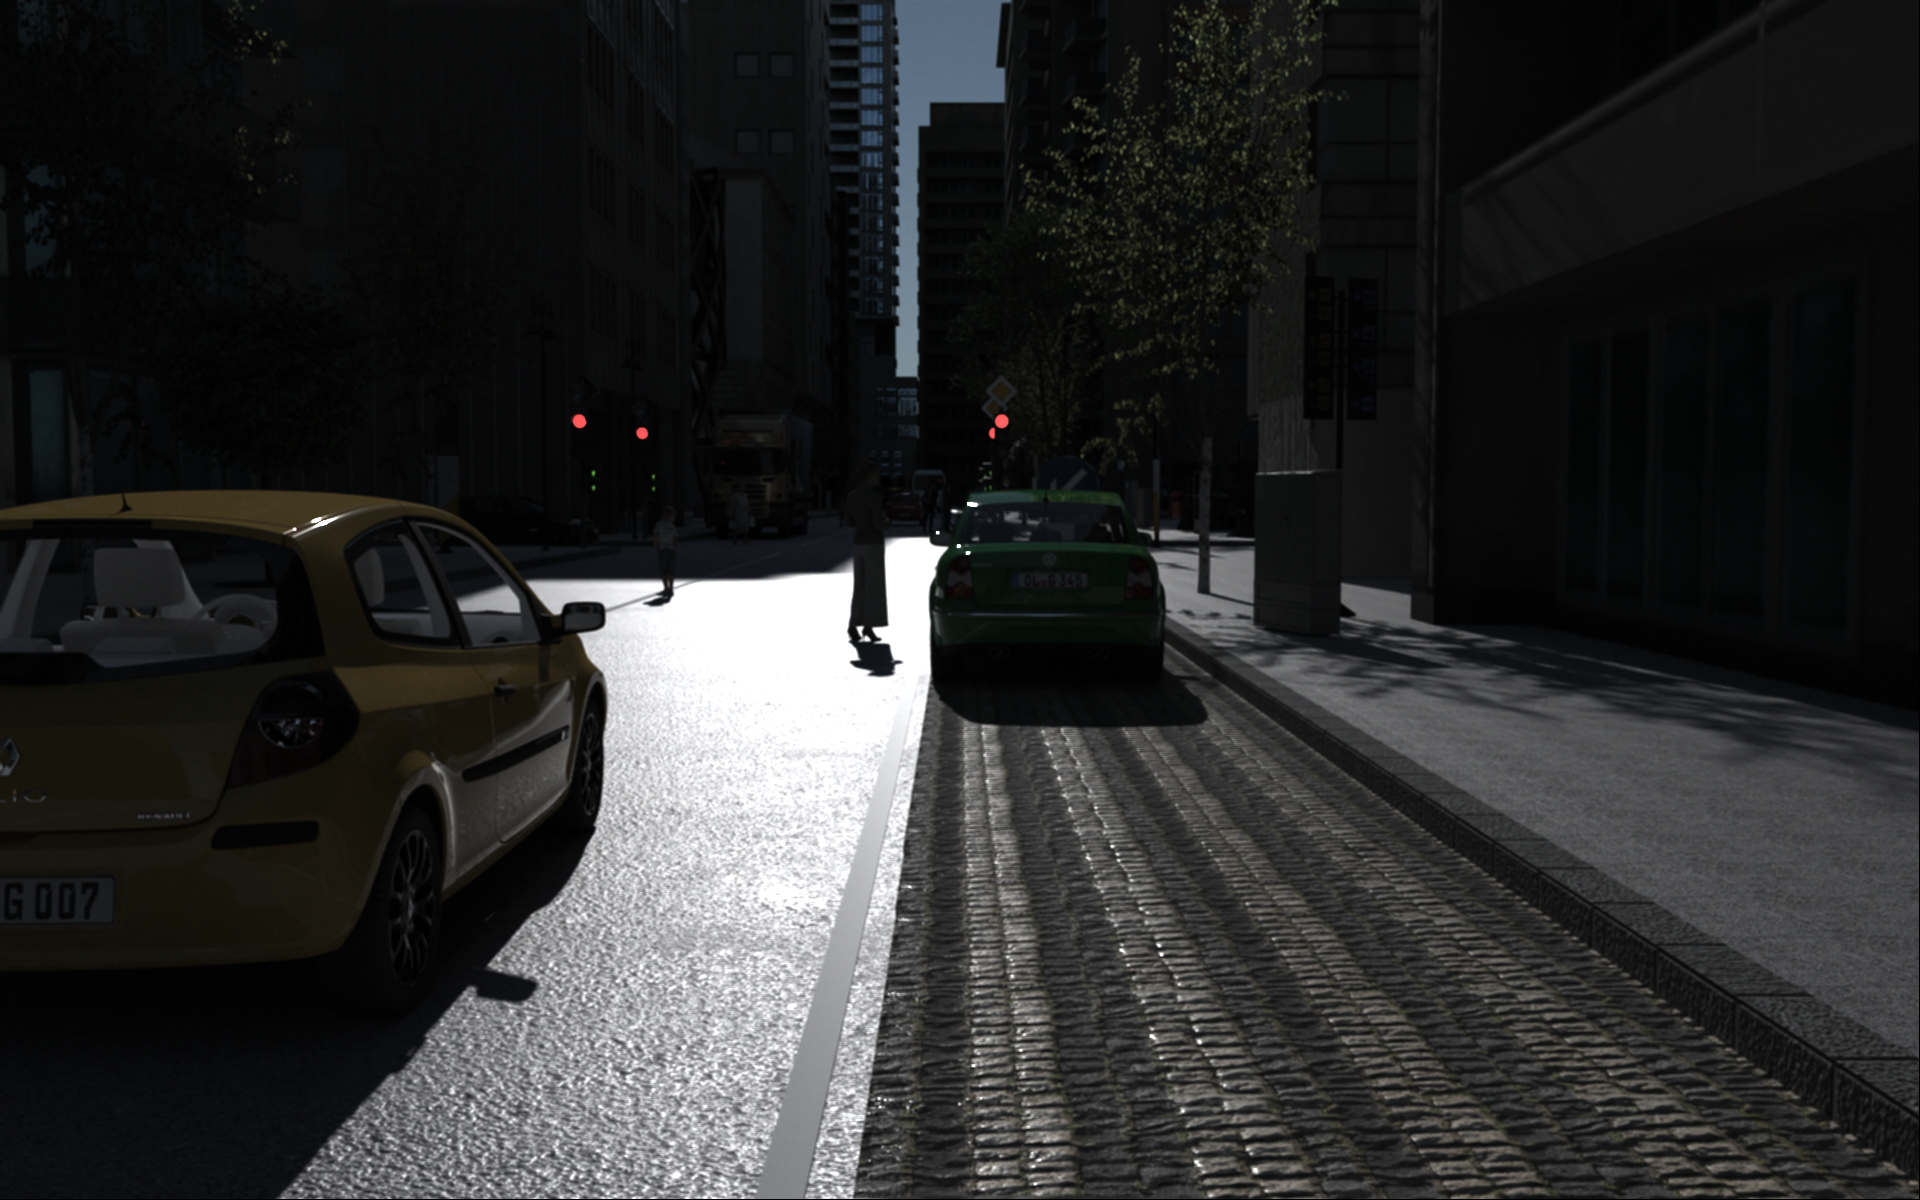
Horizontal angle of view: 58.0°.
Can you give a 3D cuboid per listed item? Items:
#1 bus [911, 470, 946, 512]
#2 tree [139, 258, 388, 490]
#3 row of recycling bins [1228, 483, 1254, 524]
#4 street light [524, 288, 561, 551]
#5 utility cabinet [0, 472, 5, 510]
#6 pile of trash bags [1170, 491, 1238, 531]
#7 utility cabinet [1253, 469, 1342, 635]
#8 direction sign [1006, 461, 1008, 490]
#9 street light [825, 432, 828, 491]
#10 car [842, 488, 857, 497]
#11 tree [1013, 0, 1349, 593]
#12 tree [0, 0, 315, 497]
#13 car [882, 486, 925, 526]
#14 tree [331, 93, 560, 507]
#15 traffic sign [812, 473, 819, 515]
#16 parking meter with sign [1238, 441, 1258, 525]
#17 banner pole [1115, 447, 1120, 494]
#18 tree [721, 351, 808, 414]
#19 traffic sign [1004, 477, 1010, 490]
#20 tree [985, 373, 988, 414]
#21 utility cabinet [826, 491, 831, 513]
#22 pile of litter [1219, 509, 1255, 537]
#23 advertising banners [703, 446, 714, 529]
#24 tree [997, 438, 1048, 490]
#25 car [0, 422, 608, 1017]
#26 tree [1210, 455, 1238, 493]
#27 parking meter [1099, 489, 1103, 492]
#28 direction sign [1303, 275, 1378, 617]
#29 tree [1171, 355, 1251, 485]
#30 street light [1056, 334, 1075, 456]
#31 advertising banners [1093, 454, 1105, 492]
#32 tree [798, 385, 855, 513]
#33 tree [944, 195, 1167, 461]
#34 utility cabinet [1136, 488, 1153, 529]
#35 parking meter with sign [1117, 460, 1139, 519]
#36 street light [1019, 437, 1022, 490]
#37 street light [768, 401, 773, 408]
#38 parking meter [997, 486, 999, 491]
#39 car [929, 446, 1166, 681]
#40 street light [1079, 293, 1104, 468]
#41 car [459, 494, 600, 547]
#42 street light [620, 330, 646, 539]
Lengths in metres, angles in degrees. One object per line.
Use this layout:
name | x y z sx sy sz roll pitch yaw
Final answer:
bus | -2.512 -8.841 139.411 2.948 3.499 13.247 0 4 -1
tree | -9.705 -2.487 24.369 4.285 4.588 4.351 0 3 0
row of recycling bins | 11.225 -3.619 66.282 1.069 1.692 3.534 2 4 29
street light | -9.371 -4.051 39.016 0.468 5.910 1.993 0 3 0
utility cabinet | -9.634 -0.496 16.794 0.318 1.500 1.173 -1 4 -10
pile of trash bags | 8.477 -3.143 61.147 1.912 1.369 3.447 3 5 39
utility cabinet | 3.106 -0.451 16.049 0.318 1.500 1.173 -1 4 -16
direction sign | 3.030 -7.246 110.463 0.379 3.537 0.876 1 4 16
street light | -9.380 -9.155 122.474 0.468 5.910 1.993 0 3 0
car | -6.298 -6.145 109.137 2.281 1.827 5.304 0 4 -2
tree | 3.068 -4.410 22.468 4.360 8.622 3.978 0 3 0
tree | -9.539 -4.214 19.263 4.360 8.622 3.978 0 3 0
car | -2.494 -4.278 78.982 2.155 1.783 4.494 0 4 -1
tree | -9.968 -5.047 32.875 4.737 8.622 4.395 0 3 0
traffic sign | -8.988 -6.446 105.504 0.768 2.556 0.104 0 4 1
parking meter with sign | 10.073 -3.726 57.175 1.738 3.016 0.543 1 4 18
banner pole | 8.403 -6.265 92.448 0.401 3.779 0.863 -1 4 -10
tree | -10.339 -8.531 89.836 4.737 8.622 4.395 0 3 0
traffic sign | 2.668 -5.969 98.780 0.795 2.450 0.064 0 4 7
tree | 3.114 -7.128 66.911 4.360 8.622 3.978 0 3 0
utility cabinet | -8.779 -6.542 115.641 0.318 1.500 1.173 0 4 -3
pile of litter | 8.540 -2.306 51.674 1.176 0.858 1.719 -2 4 -30
advertising banners | -9.380 -4.173 64.413 0.090 3.025 2.074 0 4 1
tree | 3.683 -6.605 91.713 4.285 4.588 4.351 0 3 0
car | -2.373 0.249 6.156 2.015 1.641 3.980 0 4 -1
tree | 12.528 -5.501 84.538 1.663 3.219 1.824 0 3 0
parking meter | 6.798 -4.675 84.852 0.372 1.533 0.369 0 3 0
direction sign | 3.986 -1.602 18.189 0.876 3.537 0.379 -1 4 -21
tree | 13.121 -8.567 90.434 4.737 8.622 4.395 0 3 0
street light | 3.057 -4.744 50.357 0.468 5.910 1.993 0 3 0
advertising banners | 5.948 -4.805 74.745 0.090 3.025 2.074 -1 4 -13
tree | -9.200 -10.168 116.602 4.360 8.622 3.978 0 3 0
tree | 3.280 -8.162 59.205 9.928 11.665 9.643 0 3 0
utility cabinet | 6.794 -3.378 63.908 0.318 1.500 1.173 1 4 21
parking meter with sign | 8.946 -5.739 90.095 0.543 3.016 1.738 3 5 44
street light | 3.032 -6.982 86.949 0.468 5.910 1.993 0 3 0
street light | -9.371 -6.912 85.804 0.468 5.910 1.993 0 3 0
parking meter | 2.615 -6.623 113.992 0.399 1.863 0.255 0 4 1
car | 0.694 -0.356 14.618 1.959 1.807 4.718 0 4 1
street light | 3.029 -4.109 39.964 0.468 5.910 1.993 0 3 0
car | -11.463 -2.135 44.698 4.222 1.686 2.009 0 4 -1
street light | -9.228 -4.659 48.961 0.468 5.910 1.993 0 3 0
